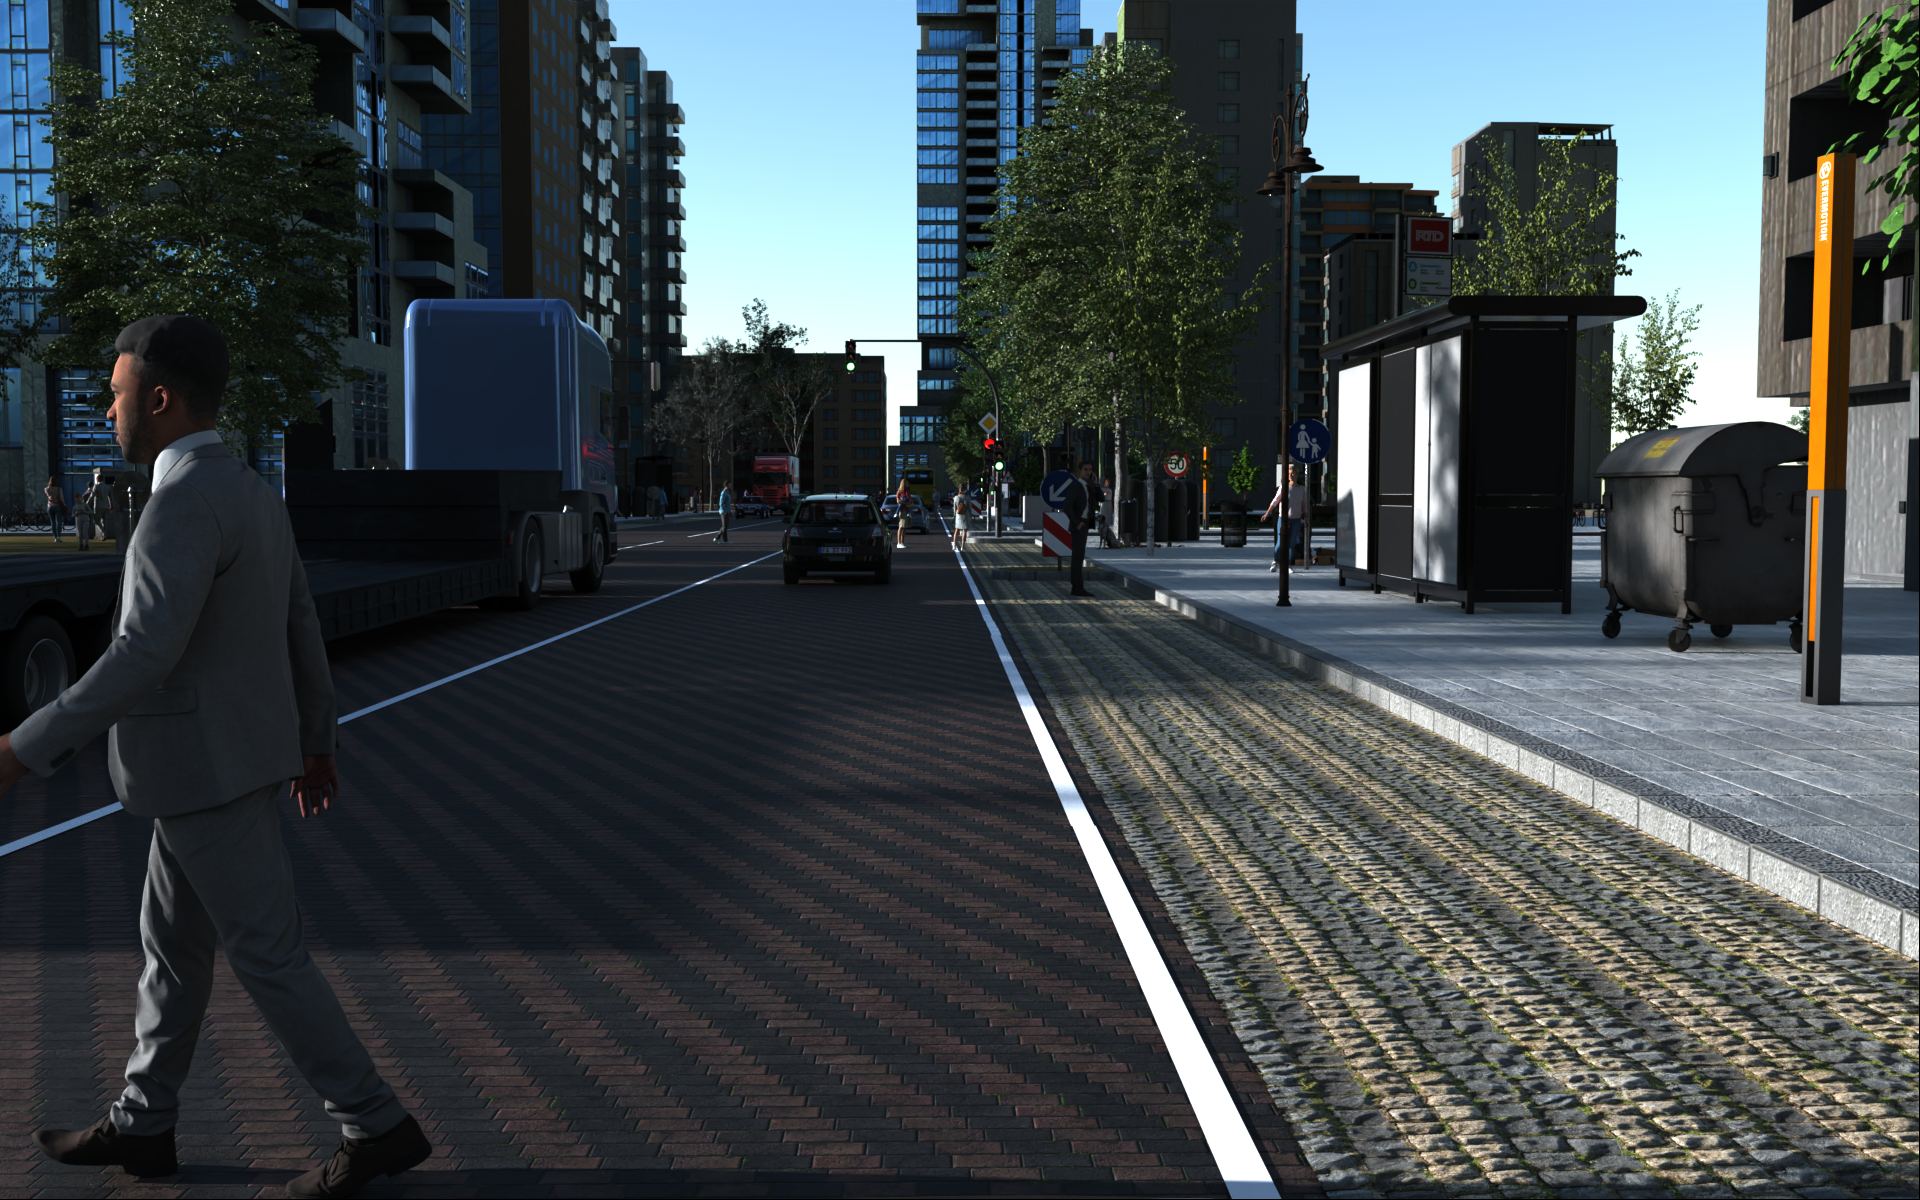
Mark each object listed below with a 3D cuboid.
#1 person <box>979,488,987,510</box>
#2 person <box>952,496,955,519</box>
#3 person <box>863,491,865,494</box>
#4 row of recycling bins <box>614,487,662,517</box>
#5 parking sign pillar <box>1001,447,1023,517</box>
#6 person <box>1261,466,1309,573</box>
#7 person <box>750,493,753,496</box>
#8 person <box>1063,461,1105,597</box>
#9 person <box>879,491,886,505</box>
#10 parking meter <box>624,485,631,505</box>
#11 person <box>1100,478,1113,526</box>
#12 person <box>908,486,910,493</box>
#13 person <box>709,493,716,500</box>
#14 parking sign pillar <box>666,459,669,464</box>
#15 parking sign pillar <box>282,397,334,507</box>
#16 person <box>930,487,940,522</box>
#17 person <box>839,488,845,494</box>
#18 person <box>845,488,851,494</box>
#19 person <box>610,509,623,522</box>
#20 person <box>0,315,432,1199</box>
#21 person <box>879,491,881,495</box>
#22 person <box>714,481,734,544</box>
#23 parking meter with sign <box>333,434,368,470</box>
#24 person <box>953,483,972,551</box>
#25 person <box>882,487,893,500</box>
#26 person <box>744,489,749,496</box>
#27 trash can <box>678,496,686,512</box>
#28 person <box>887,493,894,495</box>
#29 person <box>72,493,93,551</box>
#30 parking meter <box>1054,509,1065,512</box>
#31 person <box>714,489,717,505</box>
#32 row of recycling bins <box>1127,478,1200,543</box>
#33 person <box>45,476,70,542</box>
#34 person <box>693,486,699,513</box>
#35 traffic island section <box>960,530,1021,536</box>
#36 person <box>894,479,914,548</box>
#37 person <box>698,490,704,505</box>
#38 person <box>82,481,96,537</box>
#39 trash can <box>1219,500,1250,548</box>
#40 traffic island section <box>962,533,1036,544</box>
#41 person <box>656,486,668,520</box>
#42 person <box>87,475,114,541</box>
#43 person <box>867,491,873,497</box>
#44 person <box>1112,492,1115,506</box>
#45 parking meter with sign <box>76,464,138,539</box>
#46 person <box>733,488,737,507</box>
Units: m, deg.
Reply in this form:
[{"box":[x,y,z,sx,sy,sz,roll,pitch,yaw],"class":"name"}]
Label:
[{"box":[1.762,-8.390,143.318,1.348,1.812,0.705,-1,4,-22],"class":"person"},{"box":[-0.212,-5.355,100.309,0.590,1.304,0.306,-1,4,-20],"class":"person"},{"box":[-10.413,-10.902,187.464,1.217,1.736,0.721,-2,4,-30],"class":"person"},{"box":[-18.483,-5.533,97.579,3.534,1.692,1.069,0,4,-3],"class":"row of recycling bins"},{"box":[3.101,-6.714,98.244,1.447,3.967,1.447,0,4,8],"class":"parking sign pillar"},{"box":[5.260,-1.318,28.262,0.731,1.740,0.598,-1,4,-15],"class":"person"},{"box":[-25.056,-12.189,208.557,0.991,1.433,0.599,-1,4,-15],"class":"person"},{"box":[1.758,-1.007,24.321,0.474,1.900,0.648,1,4,22],"class":"person"},{"box":[-7.739,-10.067,173.648,0.990,1.755,0.434,-3,5,-39],"class":"person"},{"box":[-21.066,-6.362,109.722,0.399,1.863,0.255,2,4,31],"class":"parking meter"},{"box":[4.359,-2.718,51.050,0.480,1.755,0.524,-3,4,-37],"class":"person"},{"box":[-2.710,-4.975,89.831,0.713,1.824,0.794,0,4,-6],"class":"person"},{"box":[-25.623,-10.417,179.545,0.799,1.438,0.628,0,4,2],"class":"person"},{"box":[-20.363,-8.027,119.712,1.447,3.967,1.447,0,4,-4],"class":"parking sign pillar"},{"box":[-18.070,-3.641,48.009,1.447,3.967,1.447,-2,4,-30],"class":"parking sign pillar"},{"box":[-1.309,-4.824,87.566,0.606,1.804,0.583,3,5,43],"class":"person"},{"box":[-6.817,-5.562,99.671,0.478,1.798,0.641,1,4,15],"class":"person"},{"box":[-8.006,-6.981,122.553,0.656,1.842,0.836,-3,4,-36],"class":"person"},{"box":[-9.175,-2.207,45.260,0.731,1.740,0.598,0,4,-6],"class":"person"},{"box":[-1.523,0.320,3.542,0.850,1.792,0.678,0,4,-6],"class":"person"},{"box":[-9.441,-11.996,205.187,0.990,1.755,0.434,-3,4,-36],"class":"person"},{"box":[-6.818,-2.534,49.955,0.620,1.820,0.660,0,4,0],"class":"person"},{"box":[-17.756,-3.353,51.077,0.543,3.016,1.738,3,5,45],"class":"parking meter with sign"},{"box":[0.054,-2.110,44.000,0.512,1.701,0.522,0,4,5],"class":"person"},{"box":[-3.534,-4.665,84.949,0.590,1.801,0.661,0,4,-7],"class":"person"},{"box":[-25.171,-12.114,203.970,0.709,1.838,0.599,0,4,5],"class":"person"},{"box":[-19.952,-6.859,123.799,0.748,1.137,0.748,0,3,0],"class":"trash can"},{"box":[-4.494,-6.341,112.363,0.721,1.800,0.419,-3,4,-38],"class":"person"},{"box":[-19.932,-1.775,39.338,0.425,1.301,0.394,-2,4,-27],"class":"person"},{"box":[3.438,-3.283,59.388,0.399,1.863,0.255,-2,4,-31],"class":"parking meter"},{"box":[-29.348,-12.360,208.065,0.705,1.831,1.348,-1,4,-15],"class":"person"},{"box":[5.433,-2.437,46.955,1.069,1.692,3.534,3,4,38],"class":"row of recycling bins"},{"box":[-24.110,-2.420,46.201,0.593,1.750,0.643,0,4,-6],"class":"person"},{"box":[-17.914,-6.821,117.573,0.388,1.821,0.555,0,4,8],"class":"person"},{"box":[1.018,-2.261,59.247,2.009,0.180,2.903,0,4,-1],"class":"traffic island section"},{"box":[-1.494,-2.310,46.250,0.573,1.828,0.580,-1,4,-18],"class":"person"},{"box":[-30.598,-12.106,204.530,0.434,1.755,0.990,3,5,41],"class":"person"},{"box":[-27.268,-2.805,54.333,0.622,1.834,0.822,2,4,23],"class":"person"},{"box":[6.585,-1.833,41.621,0.748,1.137,0.748,0,3,0],"class":"trash can"},{"box":[1.155,-1.773,51.263,2.009,0.180,2.903,0,4,-1],"class":"traffic island section"},{"box":[-15.333,-4.925,88.883,0.748,1.841,0.638,-2,4,-34],"class":"person"},{"box":[-23.527,-2.521,47.375,0.853,1.813,0.709,1,4,21],"class":"person"},{"box":[-9.107,-9.997,172.464,1.217,1.766,0.721,2,4,30],"class":"person"},{"box":[12.083,-7.727,135.634,1.065,1.426,0.557,0,4,-1],"class":"person"},{"box":[-24.375,-3.259,49.551,0.543,3.016,1.738,3,4,36],"class":"parking meter with sign"},{"box":[-21.707,-9.871,167.432,0.705,1.824,1.348,0,4,2],"class":"person"}]
